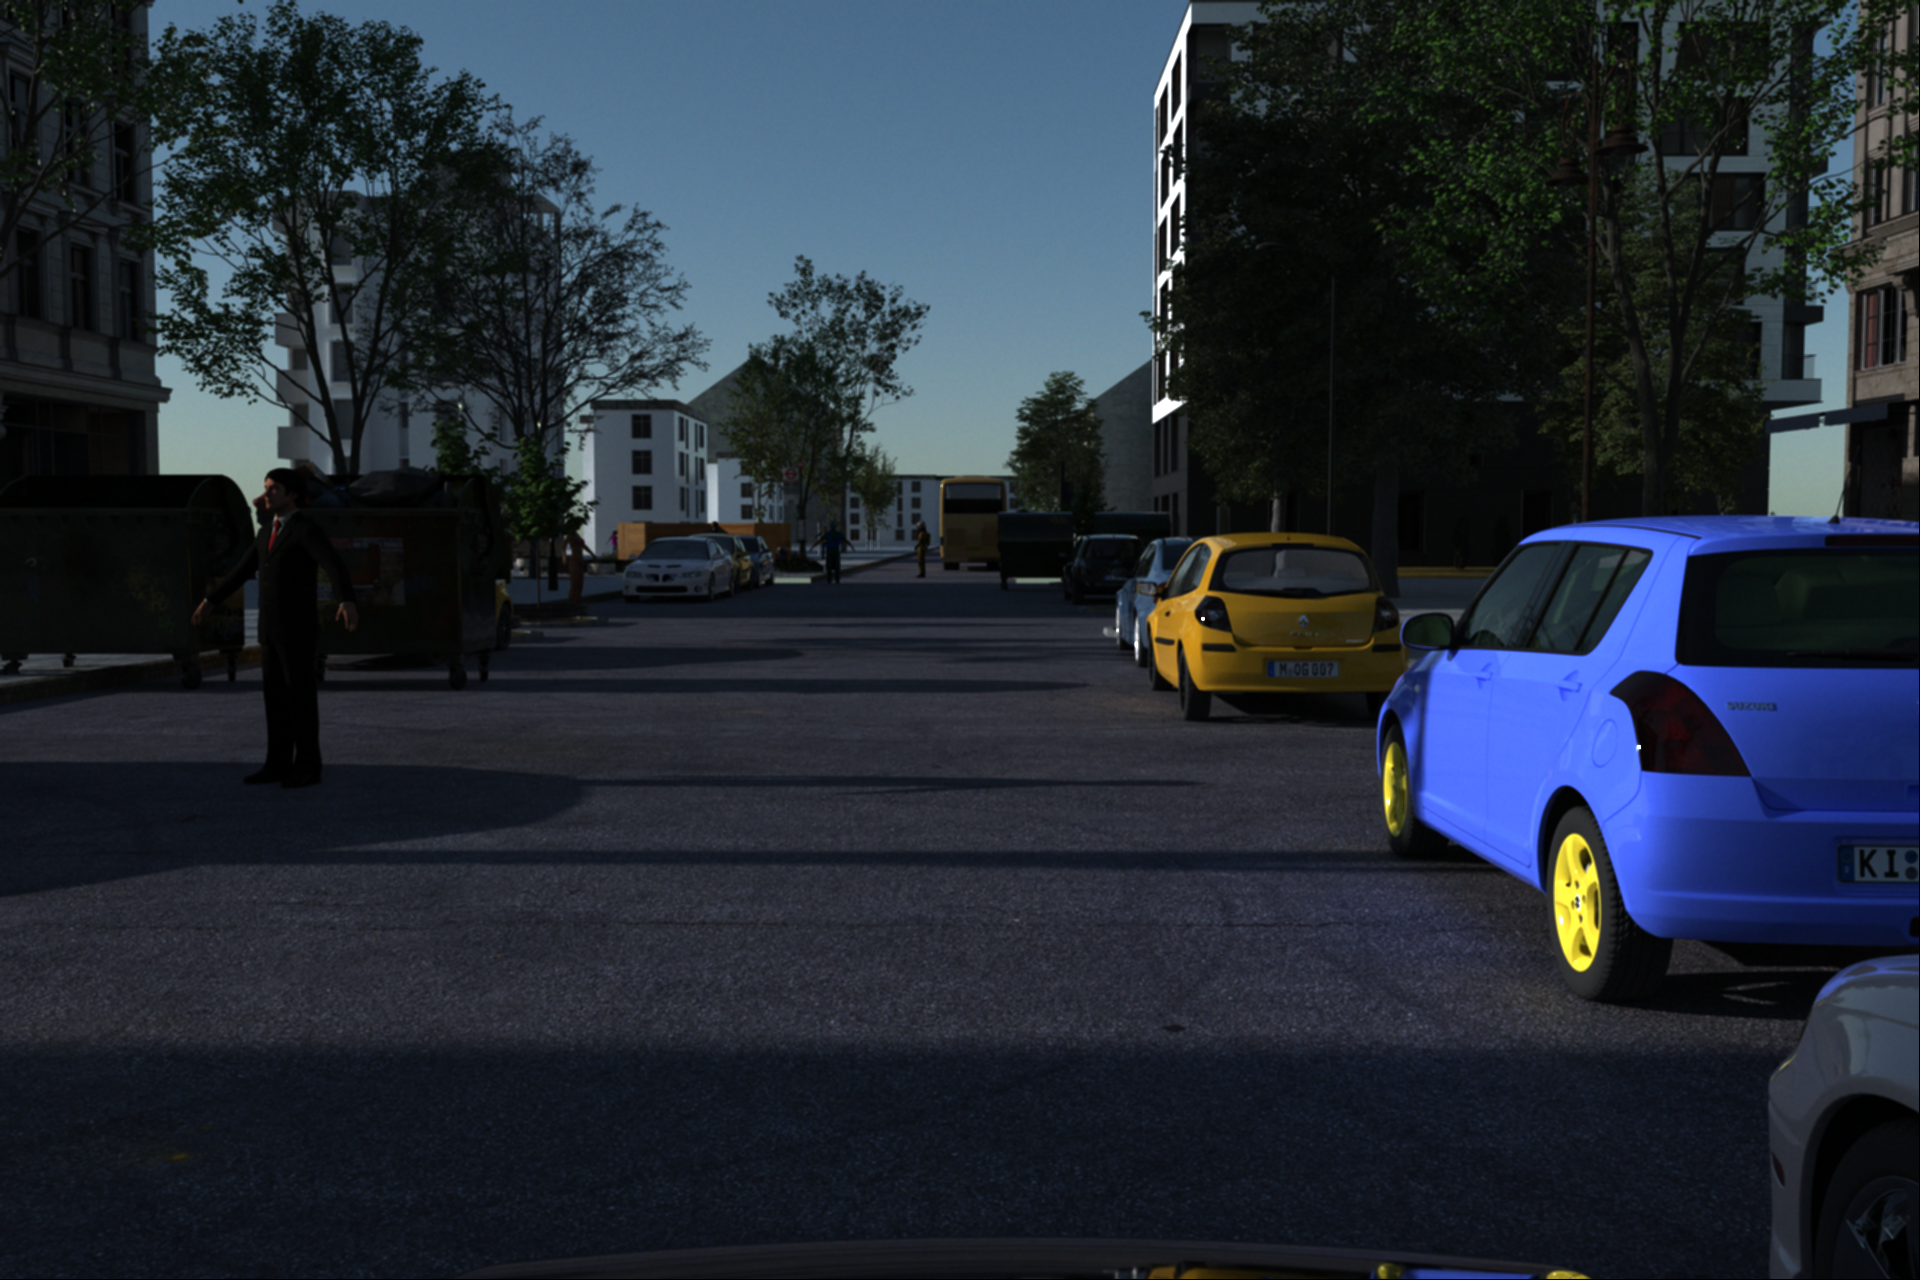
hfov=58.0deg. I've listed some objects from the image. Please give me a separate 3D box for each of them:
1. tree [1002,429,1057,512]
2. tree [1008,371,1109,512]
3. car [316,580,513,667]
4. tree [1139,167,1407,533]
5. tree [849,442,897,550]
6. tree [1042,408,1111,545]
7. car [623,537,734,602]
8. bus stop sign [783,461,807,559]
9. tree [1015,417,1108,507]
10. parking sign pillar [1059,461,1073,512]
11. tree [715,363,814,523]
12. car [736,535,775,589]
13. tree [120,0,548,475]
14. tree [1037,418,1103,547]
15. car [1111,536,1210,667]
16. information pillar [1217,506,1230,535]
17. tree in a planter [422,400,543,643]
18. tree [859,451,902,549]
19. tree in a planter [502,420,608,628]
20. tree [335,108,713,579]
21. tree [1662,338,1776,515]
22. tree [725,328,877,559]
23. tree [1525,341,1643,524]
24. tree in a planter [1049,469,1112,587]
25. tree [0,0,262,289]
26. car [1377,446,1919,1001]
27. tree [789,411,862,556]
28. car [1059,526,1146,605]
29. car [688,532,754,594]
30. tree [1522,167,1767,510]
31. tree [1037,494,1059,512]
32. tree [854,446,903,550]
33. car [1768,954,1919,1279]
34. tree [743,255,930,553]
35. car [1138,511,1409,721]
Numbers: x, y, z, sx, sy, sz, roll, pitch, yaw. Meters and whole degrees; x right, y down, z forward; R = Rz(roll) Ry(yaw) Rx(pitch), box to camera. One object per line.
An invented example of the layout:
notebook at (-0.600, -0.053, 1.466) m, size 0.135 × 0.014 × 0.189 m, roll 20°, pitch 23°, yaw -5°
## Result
tree at (7.621, -13.069, 148.095) m, size 7.601 × 10.594 × 8.767 m, roll 2°, pitch 4°, yaw 25°
tree at (6.838, -12.390, 120.708) m, size 7.486 × 12.596 × 7.792 m, roll 0°, pitch 3°, yaw 0°
car at (-6.470, -0.596, 19.970) m, size 2.015 × 1.641 × 3.980 m, roll 0°, pitch 4°, yaw 1°
tree at (10.850, -9.308, 58.841) m, size 9.857 × 13.997 × 8.962 m, roll 0°, pitch 3°, yaw 0°
tree at (-7.057, -11.376, 136.356) m, size 4.737 × 8.622 × 4.395 m, roll 0°, pitch 3°, yaw 0°
tree at (6.790, -9.182, 100.494) m, size 4.360 × 8.622 × 3.978 m, roll 0°, pitch 3°, yaw 0°
car at (-6.097, -1.563, 37.909) m, size 2.083 × 1.381 × 4.827 m, roll 0°, pitch 4°, yaw 1°
bus stop sign at (-6.038, -4.567, 63.378) m, size 0.855 × 3.939 × 0.416 m, roll 0°, pitch 4°, yaw 2°
tree at (7.872, -12.074, 131.821) m, size 7.601 × 10.594 × 8.767 m, roll 1°, pitch 4°, yaw 18°
parking sign pillar at (3.944, -4.670, 64.831) m, size 1.447 × 3.967 × 1.447 m, roll 0°, pitch 4°, yaw 1°
tree at (-8.626, -7.675, 75.854) m, size 4.737 × 8.622 × 4.395 m, roll 0°, pitch 3°, yaw 0°
car at (-6.082, -2.144, 47.062) m, size 2.014 × 1.417 × 4.499 m, roll 0°, pitch 4°, yaw 1°
tree at (-11.928, -6.589, 33.493) m, size 9.928 × 11.665 × 9.643 m, roll 0°, pitch 3°, yaw 0°
tree at (7.391, -9.666, 108.397) m, size 4.360 × 8.622 × 3.978 m, roll 0°, pitch 3°, yaw 0°
car at (2.781, -0.482, 19.887) m, size 2.014 × 1.417 × 4.499 m, roll 0°, pitch 4°, yaw 1°
information pillar at (6.942, -2.522, 45.719) m, size 0.304 × 2.012 × 0.304 m, roll 0°, pitch 4°, yaw 1°
tree in a planter at (-6.741, -1.594, 23.290) m, size 1.991 × 3.239 × 1.994 m, roll 0°, pitch 4°, yaw 2°
tree at (-7.162, -12.427, 153.542) m, size 4.737 × 8.622 × 4.395 m, roll 0°, pitch 3°, yaw 0°
tree in a planter at (-6.651, -1.836, 27.241) m, size 1.991 × 3.239 × 1.994 m, roll 0°, pitch 4°, yaw 2°
tree at (-12.344, -8.525, 49.758) m, size 12.009 × 13.543 × 11.850 m, roll 0°, pitch 3°, yaw 0°
tree at (27.931, -6.929, 63.655) m, size 4.737 × 8.622 × 4.395 m, roll 0°, pitch 3°, yaw 0°
tree at (-8.113, -9.952, 88.478) m, size 9.928 × 11.665 × 9.643 m, roll 0°, pitch 3°, yaw 0°
tree at (21.976, -6.852, 62.400) m, size 4.360 × 8.622 × 3.978 m, roll 0°, pitch 3°, yaw 0°
tree in a planter at (3.449, -3.086, 47.680) m, size 1.991 × 3.239 × 1.994 m, roll 0°, pitch 4°, yaw 1°
tree at (-12.581, -5.842, 21.275) m, size 9.928 × 11.665 × 9.643 m, roll 0°, pitch 3°, yaw 0°
car at (2.744, 0.183, 6.598) m, size 1.945 × 1.707 × 3.694 m, roll 0°, pitch 4°, yaw 1°
tree at (-8.129, -9.291, 102.272) m, size 4.737 × 8.622 × 4.395 m, roll 0°, pitch 3°, yaw 0°
car at (3.125, -1.641, 36.620) m, size 2.009 × 1.686 × 4.222 m, roll 0°, pitch 3°, yaw 0°
car at (-6.141, -1.985, 42.678) m, size 2.015 × 1.641 × 3.980 m, roll 0°, pitch 4°, yaw 1°
tree at (21.390, -8.344, 54.559) m, size 7.486 × 12.596 × 7.792 m, roll 0°, pitch 3°, yaw 0°
tree at (12.718, -17.871, 242.557) m, size 4.737 × 8.622 × 4.395 m, roll 0°, pitch 3°, yaw 0°
tree at (-7.080, -11.689, 141.469) m, size 4.737 × 8.622 × 4.395 m, roll 0°, pitch 3°, yaw 0°
car at (2.218, 0.702, 0.882) m, size 2.083 × 1.381 × 4.827 m, roll 0°, pitch 3°, yaw 0°
tree at (-8.478, -16.010, 117.651) m, size 12.611 × 20.169 × 13.585 m, roll 0°, pitch 3°, yaw 0°
car at (2.562, -0.273, 14.685) m, size 2.015 × 1.641 × 3.980 m, roll 0°, pitch 4°, yaw 1°
